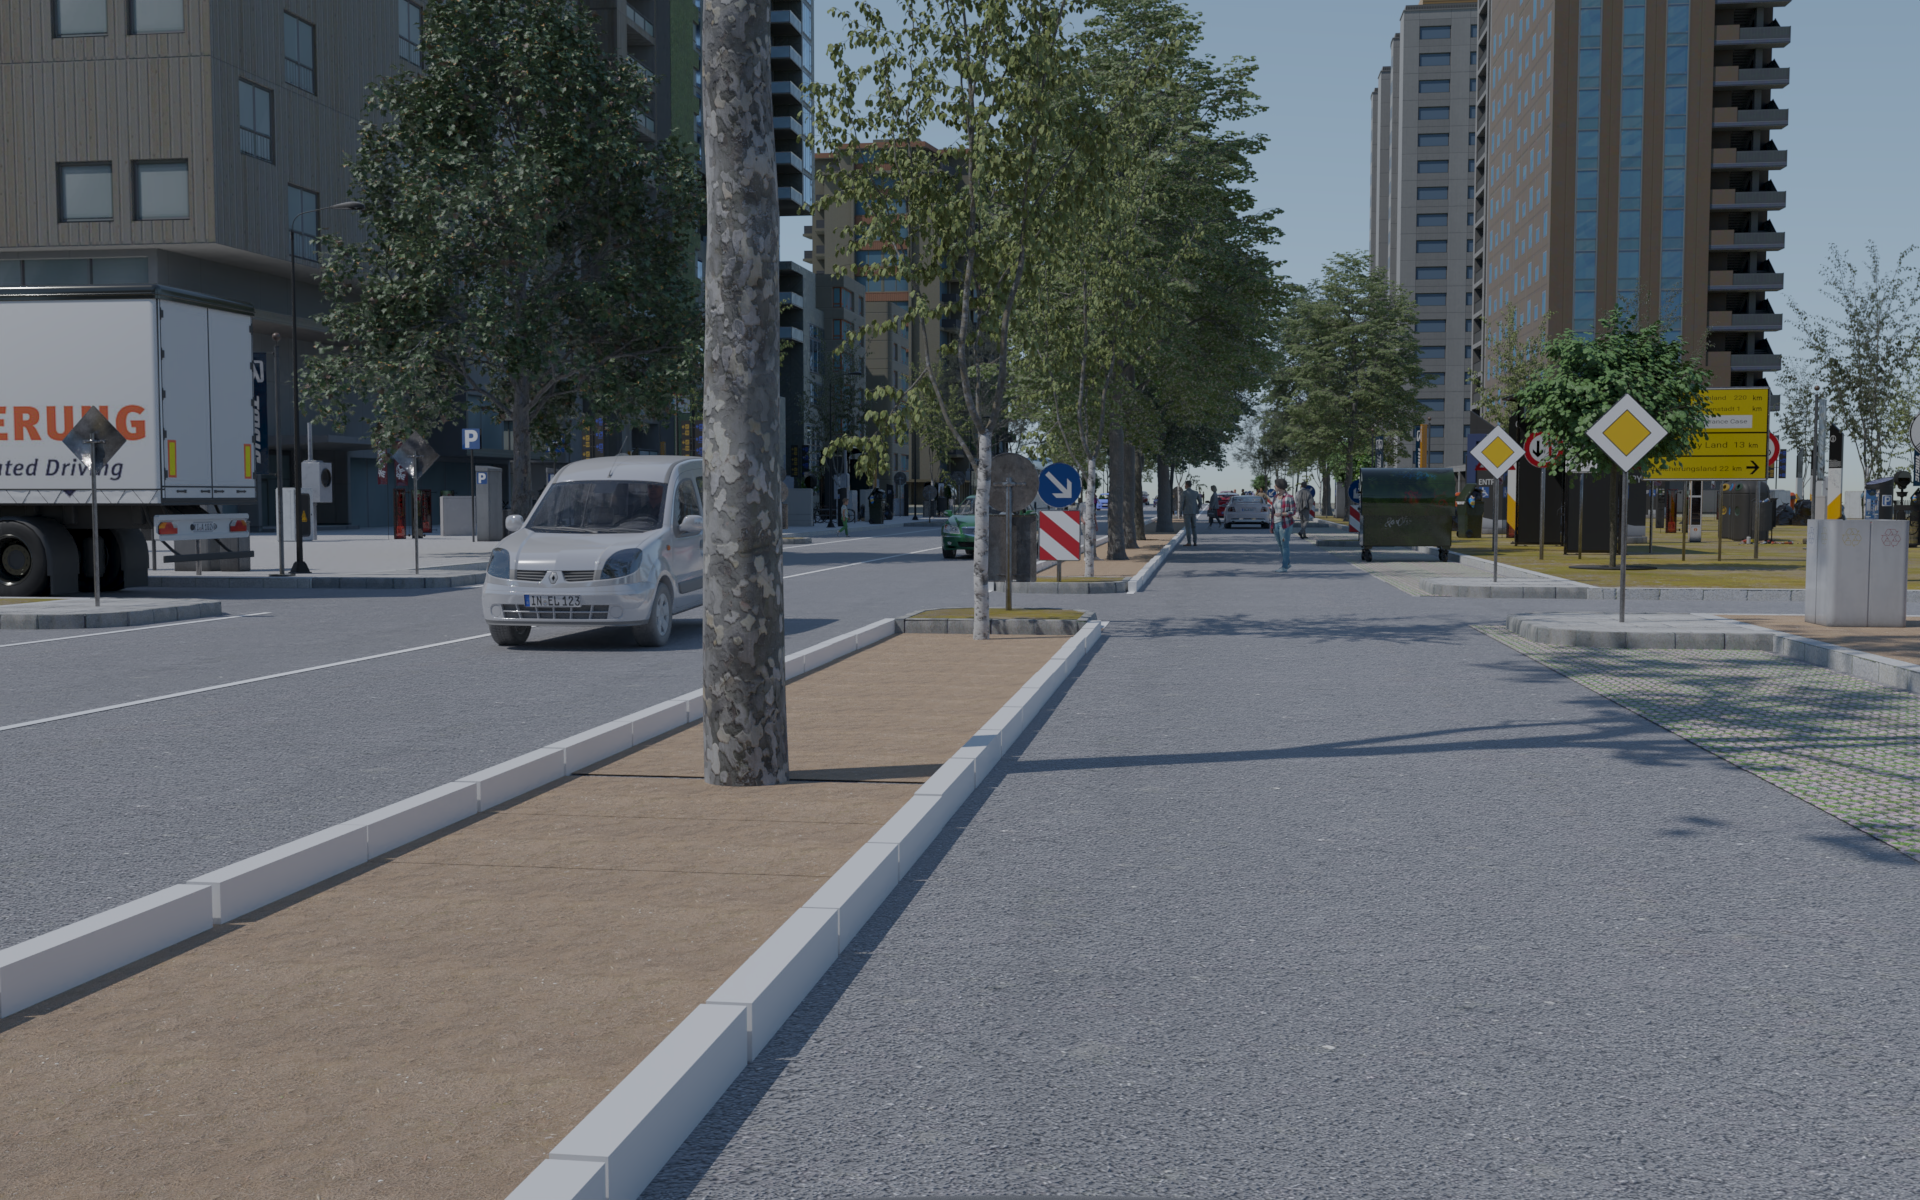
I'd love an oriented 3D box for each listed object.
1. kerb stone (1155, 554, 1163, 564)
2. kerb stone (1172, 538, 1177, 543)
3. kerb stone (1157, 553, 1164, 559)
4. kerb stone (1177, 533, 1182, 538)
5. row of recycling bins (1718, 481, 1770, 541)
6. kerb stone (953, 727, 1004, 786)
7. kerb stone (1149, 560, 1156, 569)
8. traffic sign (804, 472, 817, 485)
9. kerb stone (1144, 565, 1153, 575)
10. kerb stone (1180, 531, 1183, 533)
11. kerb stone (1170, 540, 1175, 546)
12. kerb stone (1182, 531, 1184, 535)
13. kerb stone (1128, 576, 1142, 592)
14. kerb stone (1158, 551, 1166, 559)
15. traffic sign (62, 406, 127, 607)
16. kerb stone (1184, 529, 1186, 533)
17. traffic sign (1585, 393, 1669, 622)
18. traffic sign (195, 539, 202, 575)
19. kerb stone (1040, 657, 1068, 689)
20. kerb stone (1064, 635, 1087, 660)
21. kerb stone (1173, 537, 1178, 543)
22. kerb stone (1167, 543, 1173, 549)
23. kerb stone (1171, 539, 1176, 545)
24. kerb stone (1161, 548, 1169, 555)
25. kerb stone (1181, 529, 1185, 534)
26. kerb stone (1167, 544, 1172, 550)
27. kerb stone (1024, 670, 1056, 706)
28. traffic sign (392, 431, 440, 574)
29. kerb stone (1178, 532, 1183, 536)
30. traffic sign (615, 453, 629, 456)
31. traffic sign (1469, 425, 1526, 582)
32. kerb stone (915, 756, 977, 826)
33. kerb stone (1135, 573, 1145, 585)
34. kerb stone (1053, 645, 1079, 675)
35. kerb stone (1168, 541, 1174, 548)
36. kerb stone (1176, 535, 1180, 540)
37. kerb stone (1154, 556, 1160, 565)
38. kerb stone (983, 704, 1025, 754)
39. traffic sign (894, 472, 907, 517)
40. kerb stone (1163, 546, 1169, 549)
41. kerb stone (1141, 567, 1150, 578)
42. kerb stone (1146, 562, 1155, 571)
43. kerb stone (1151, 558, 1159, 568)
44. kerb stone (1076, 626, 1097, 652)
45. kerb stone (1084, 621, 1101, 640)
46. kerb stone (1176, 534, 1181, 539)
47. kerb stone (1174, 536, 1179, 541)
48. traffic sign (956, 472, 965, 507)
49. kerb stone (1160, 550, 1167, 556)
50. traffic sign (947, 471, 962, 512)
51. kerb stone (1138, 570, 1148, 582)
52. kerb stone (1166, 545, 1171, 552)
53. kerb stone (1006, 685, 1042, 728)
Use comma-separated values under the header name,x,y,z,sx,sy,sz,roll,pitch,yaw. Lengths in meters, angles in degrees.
name,x,y,z,sx,sy,sz,roll,pitch,yaw
kerb stone,3.954,-0.775,34.889,0.120,0.150,1.000,1,4,8
kerb stone,5.756,-1.520,47.041,0.120,0.150,1.000,1,4,8
kerb stone,4.103,-0.838,35.900,0.120,0.150,1.000,1,4,8
kerb stone,6.656,-1.889,53.113,0.120,0.150,1.000,1,4,8
row of recycling bins,21.934,-2.525,48.396,1.069,1.692,3.534,1,4,16
kerb stone,0.090,0.812,8.923,0.120,0.150,1.000,1,4,8
kerb stone,3.485,-0.588,31.842,0.120,0.150,1.000,1,4,8
traffic sign,-6.807,-4.700,78.979,0.606,2.300,0.079,1,4,9
kerb stone,3.193,-0.465,29.804,0.120,0.150,1.000,1,4,8
kerb stone,6.954,-2.015,55.135,0.120,0.150,1.000,1,4,8
kerb stone,5.452,-1.396,45.019,0.120,0.150,1.000,1,4,8
kerb stone,7.102,-2.072,56.148,0.120,0.150,1.000,1,4,8
kerb stone,2.586,-0.218,25.759,0.120,0.150,1.000,1,4,8
kerb stone,4.253,-0.892,36.911,0.120,0.150,1.000,1,4,8
traffic sign,-9.845,-0.983,19.713,0.795,2.450,0.064,1,4,8
kerb stone,7.554,-2.259,59.184,0.120,0.150,1.000,1,4,8
traffic sign,6.616,-0.833,17.256,0.795,2.450,0.064,1,4,8
traffic sign,-12.039,-1.664,27.318,0.768,2.556,0.104,1,4,10
kerb stone,0.689,0.569,12.991,0.120,0.150,1.000,1,4,8
kerb stone,0.986,0.439,15.034,0.120,0.150,1.000,1,4,8
kerb stone,5.901,-1.581,48.055,0.120,0.150,1.000,1,4,8
kerb stone,5.157,-1.269,42.997,0.120,0.150,1.000,1,4,8
kerb stone,5.606,-1.458,46.031,0.120,0.150,1.000,1,4,8
kerb stone,4.557,-1.021,38.937,0.120,0.150,1.000,1,4,8
kerb stone,7.404,-2.199,58.172,0.120,0.150,1.000,1,4,8
kerb stone,4.996,-1.205,41.983,0.120,0.150,1.000,1,4,8
kerb stone,0.540,0.625,11.979,0.120,0.150,1.000,1,4,8
traffic sign,-8.671,-1.466,27.612,0.795,2.450,0.064,1,4,8
kerb stone,6.812,-1.953,54.123,0.120,0.150,1.000,1,4,8
traffic sign,-10.432,-3.265,53.484,0.768,2.556,0.104,1,4,17
traffic sign,7.790,-1.316,25.154,0.795,2.450,0.064,1,4,8
kerb stone,-0.064,0.875,7.912,0.120,0.150,1.000,1,4,8
kerb stone,2.735,-0.280,26.770,0.120,0.150,1.000,1,4,8
kerb stone,0.843,0.501,14.012,0.120,0.150,1.000,1,4,8
kerb stone,5.310,-1.334,44.007,0.120,0.150,1.000,1,4,8
kerb stone,6.356,-1.767,51.091,0.120,0.150,1.000,1,4,8
kerb stone,3.792,-0.714,33.875,0.120,0.150,1.000,1,4,8
kerb stone,0.242,0.750,9.940,0.120,0.150,1.000,1,4,8
traffic sign,-3.402,-6.012,98.408,0.768,2.556,0.104,1,4,13
kerb stone,4.695,-1.087,39.961,0.120,0.150,1.000,1,4,8
kerb stone,3.038,-0.403,28.794,0.120,0.150,1.000,1,4,8
kerb stone,3.339,-0.528,30.823,0.120,0.150,1.000,1,4,8
kerb stone,3.646,-0.646,32.864,0.120,0.150,1.000,1,4,8
kerb stone,1.147,0.379,16.052,0.120,0.150,1.000,1,4,8
kerb stone,1.298,0.314,17.069,0.120,0.150,1.000,1,4,8
kerb stone,6.503,-1.829,52.102,0.120,0.150,1.000,1,4,8
kerb stone,6.056,-1.644,49.069,0.120,0.150,1.000,1,4,8
traffic sign,-0.064,-6.201,101.498,0.768,2.556,0.104,1,4,14
kerb stone,4.396,-0.957,37.927,0.120,0.150,1.000,1,4,8
traffic sign,-0.315,-6.053,98.968,0.884,2.594,0.081,1,4,11
kerb stone,2.896,-0.339,27.779,0.120,0.150,1.000,1,4,8
kerb stone,4.847,-1.145,40.972,0.120,0.150,1.000,1,4,8
kerb stone,0.392,0.687,10.956,0.120,0.150,1.000,1,4,8
